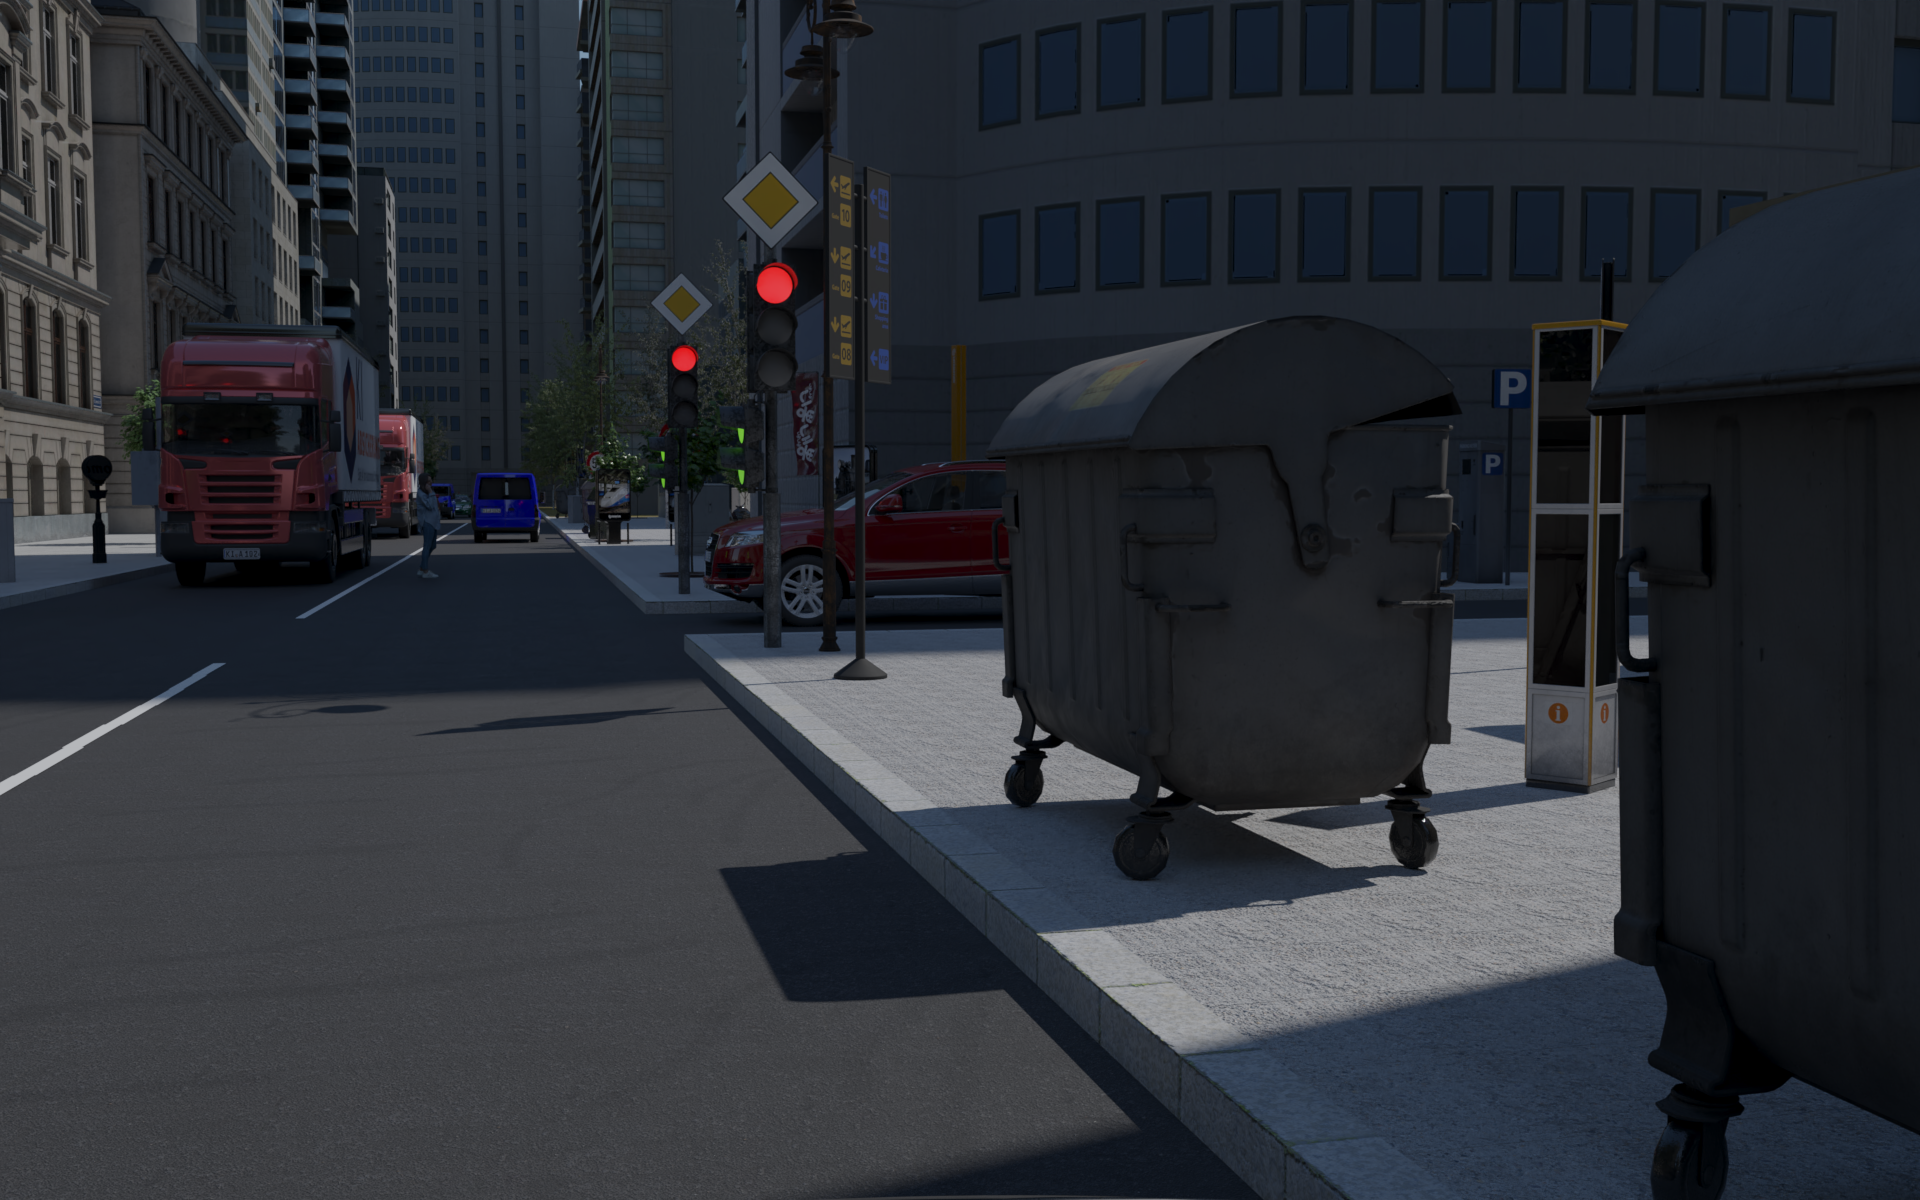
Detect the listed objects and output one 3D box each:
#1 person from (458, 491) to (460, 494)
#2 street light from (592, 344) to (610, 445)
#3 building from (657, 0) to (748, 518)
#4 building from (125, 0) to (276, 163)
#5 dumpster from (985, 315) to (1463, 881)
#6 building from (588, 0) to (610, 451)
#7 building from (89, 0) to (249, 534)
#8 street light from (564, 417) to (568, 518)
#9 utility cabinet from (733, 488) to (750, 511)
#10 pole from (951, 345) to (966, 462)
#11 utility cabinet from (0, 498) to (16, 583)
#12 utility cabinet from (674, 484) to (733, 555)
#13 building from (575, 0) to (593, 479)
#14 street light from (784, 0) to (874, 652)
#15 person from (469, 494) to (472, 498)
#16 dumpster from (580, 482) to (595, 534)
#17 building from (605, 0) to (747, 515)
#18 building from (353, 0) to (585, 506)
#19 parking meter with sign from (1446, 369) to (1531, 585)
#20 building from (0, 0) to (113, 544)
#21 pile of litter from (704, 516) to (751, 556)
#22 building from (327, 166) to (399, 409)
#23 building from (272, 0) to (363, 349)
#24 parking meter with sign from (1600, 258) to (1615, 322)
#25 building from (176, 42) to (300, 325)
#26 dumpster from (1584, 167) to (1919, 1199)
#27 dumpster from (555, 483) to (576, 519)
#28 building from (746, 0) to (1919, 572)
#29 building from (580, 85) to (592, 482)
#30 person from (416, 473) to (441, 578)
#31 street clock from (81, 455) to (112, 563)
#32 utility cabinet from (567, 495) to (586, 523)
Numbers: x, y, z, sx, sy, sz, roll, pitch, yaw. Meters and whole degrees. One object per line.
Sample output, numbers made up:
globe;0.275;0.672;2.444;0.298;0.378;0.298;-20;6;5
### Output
person;-43.701;-8.656;150.958;0.756;1.711;0.436;1;4;19
street light;-11.043;-4.927;53.337;0.468;5.910;1.993;-1;4;-14
building;-2.285;-47.068;82.233;22.319;86.520;31.000;-1;4;-14
building;-53.286;-24.954;99.871;32.217;40.220;23.993;-1;4;-14
dumpster;0.928;-0.045;6.498;1.264;1.857;1.865;-1;4;-14
building;-16.423;-30.961;129.917;21.300;48.544;21.600;-1;4;-14
building;-32.749;-12.126;62.894;10.561;19.102;19.286;-1;4;-14
street light;-21.542;-7.449;94.580;0.468;5.910;1.993;-1;4;-14
utility cabinet;-7.960;-3.360;63.619;0.318;1.500;1.173;1;4;21
pole;-0.017;-1.834;23.822;0.158;3.312;0.155;0;3;0
utility cabinet;-14.070;-0.831;24.754;0.306;1.237;1.020;2;4;25
utility cabinet;-5.387;-1.685;36.230;1.173;1.500;0.318;-3;5;-41
building;-22.671;-30.599;154.923;22.147;44.769;28.867;-1;4;-14
street light;-1.067;-2.520;13.984;0.468;5.910;1.993;-1;4;-14
person;-35.013;-7.117;125.002;1.348;1.807;0.705;0;4;-2
dumpster;-11.723;-3.105;56.532;1.264;1.857;1.865;-1;4;-14
building;-15.709;-26.193;111.856;14.154;41.232;14.086;-1;4;-14
building;-55.264;-39.383;185.910;28.212;58.520;21.231;-1;4;-14
parking meter with sign;7.564;-1.761;25.046;0.543;3.016;1.738;-1;4;-9
building;-27.590;-13.270;36.048;14.460;24.649;34.723;-1;4;-14
pile of litter;-4.436;-1.216;33.853;1.176;0.858;1.719;0;4;8
building;-57.522;-23.382;153.989;14.107;30.474;14.160;-1;4;-14
building;-55.286;-49.791;126.746;22.319;86.520;31.000;-1;4;-14
parking meter with sign;5.646;-1.013;12.829;1.738;3.016;0.543;1;4;20
building;-37.449;-13.845;81.115;10.420;20.320;16.860;-1;4;-14
dumpster;1.949;0.203;2.448;1.264;1.857;1.865;-1;4;-14
dumpster;-20.803;-5.254;91.658;1.264;1.857;1.865;-1;4;-14
building;10.464;-30.288;37.206;28.212;58.520;21.231;-1;4;-14
building;-33.772;-32.889;187.839;14.200;45.320;14.600;-1;4;-14
person;-9.137;-1.278;29.662;0.793;1.790;0.793;-3;4;-36
street clock;-15.959;-1.682;32.069;0.358;2.002;0.471;3;5;41
utility cabinet;-16.869;-3.981;76.243;0.306;1.237;1.020;1;4;19
